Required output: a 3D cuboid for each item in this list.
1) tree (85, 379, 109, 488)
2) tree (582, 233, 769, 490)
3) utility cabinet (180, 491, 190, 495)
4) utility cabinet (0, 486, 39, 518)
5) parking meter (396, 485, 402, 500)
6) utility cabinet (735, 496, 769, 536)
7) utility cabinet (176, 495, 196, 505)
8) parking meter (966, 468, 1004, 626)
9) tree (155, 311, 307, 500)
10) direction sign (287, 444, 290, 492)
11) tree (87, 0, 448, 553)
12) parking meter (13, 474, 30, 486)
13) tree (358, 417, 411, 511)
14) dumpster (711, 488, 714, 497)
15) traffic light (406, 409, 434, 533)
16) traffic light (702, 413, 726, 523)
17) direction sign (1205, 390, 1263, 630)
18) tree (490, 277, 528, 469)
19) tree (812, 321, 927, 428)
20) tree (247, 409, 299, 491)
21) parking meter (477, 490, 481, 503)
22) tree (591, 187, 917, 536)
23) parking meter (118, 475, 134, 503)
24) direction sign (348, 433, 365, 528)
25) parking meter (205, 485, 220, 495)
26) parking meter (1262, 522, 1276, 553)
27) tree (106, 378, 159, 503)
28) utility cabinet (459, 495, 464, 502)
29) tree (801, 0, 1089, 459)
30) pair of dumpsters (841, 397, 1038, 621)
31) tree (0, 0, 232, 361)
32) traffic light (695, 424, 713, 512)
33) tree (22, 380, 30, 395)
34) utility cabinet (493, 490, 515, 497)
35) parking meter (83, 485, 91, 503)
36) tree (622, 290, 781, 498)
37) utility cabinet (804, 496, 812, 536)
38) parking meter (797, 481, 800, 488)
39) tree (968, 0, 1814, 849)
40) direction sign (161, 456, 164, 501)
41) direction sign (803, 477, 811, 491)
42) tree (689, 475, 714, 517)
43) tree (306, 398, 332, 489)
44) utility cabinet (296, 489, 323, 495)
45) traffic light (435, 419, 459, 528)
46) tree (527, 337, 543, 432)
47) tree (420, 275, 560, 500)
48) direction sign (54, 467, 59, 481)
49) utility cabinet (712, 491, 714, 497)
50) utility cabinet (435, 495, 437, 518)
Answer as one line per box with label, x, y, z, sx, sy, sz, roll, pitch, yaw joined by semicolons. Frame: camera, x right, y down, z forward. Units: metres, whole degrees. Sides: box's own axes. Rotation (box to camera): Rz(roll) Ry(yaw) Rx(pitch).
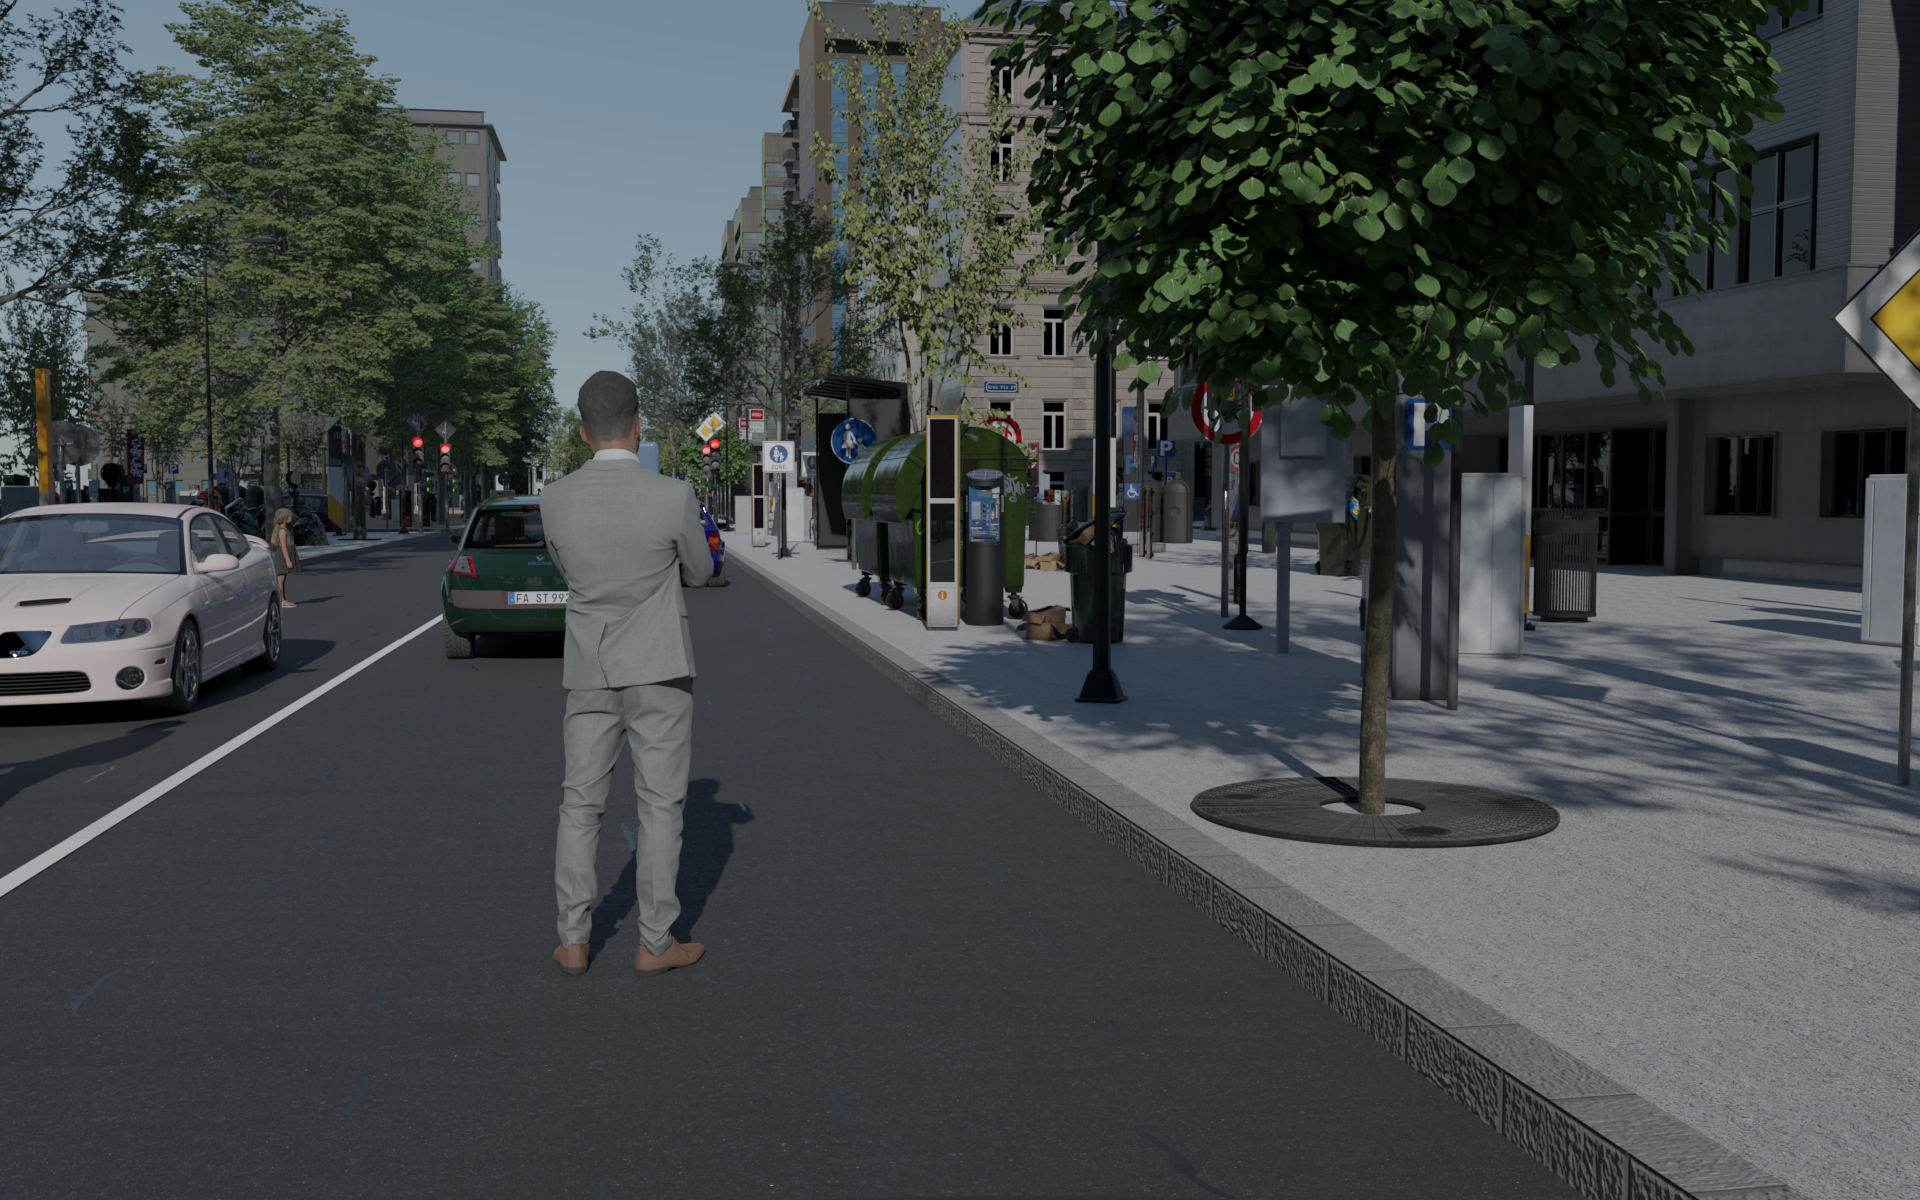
tree;-51.644;-9.535;106.263;4.360;8.622;3.978;0;3;0
tree;-20.669;-16.577;126.928;12.611;20.169;13.585;0;3;0
utility cabinet;-57.774;-7.402;129.701;1.173;1.500;0.318;1;4;10
utility cabinet;-25.107;-2.317;46.569;1.173;1.500;0.318;0;4;-4
parking meter;-36.966;-6.637;114.218;0.255;1.863;0.399;2;4;31
utility cabinet;-6.448;-2.602;53.705;1.020;1.237;0.306;0;4;0
utility cabinet;-36.344;-4.304;81.539;0.306;1.237;1.020;2;4;34
parking meter;0.243;-0.524;16.977;0.372;1.533;0.369;0;3;0
tree;-29.157;-7.285;69.473;4.360;8.622;3.978;0;3;0
direction sign;-30.353;-5.282;78.357;0.379;3.537;0.876;-1;4;-15
tree;-14.722;-7.329;37.962;7.486;12.596;7.792;0;3;0
parking meter;-26.900;-2.692;49.725;0.399;1.863;0.255;0;4;1
tree;-43.927;-11.149;132.644;4.360;8.622;3.978;0;3;0
dumpster;-20.027;-8.322;138.557;1.502;2.255;1.985;-1;4;-10
traffic light;-17.789;-4.168;57.075;0.839;4.253;0.868;-1;4;-10
traffic light;-8.339;-4.275;58.825;0.839;4.253;0.868;-1;4;-10
direction sign;2.688;-1.491;16.370;0.876;3.537;0.379;-2;4;-29
tree;-22.212;-9.436;72.413;7.486;12.596;7.792;0;3;0
tree;-3.632;-7.485;72.748;4.360;8.622;3.978;0;3;0
tree;-51.431;-11.025;130.623;4.737;8.622;4.395;0;3;0
parking meter;-29.682;-6.013;106.725;0.372;1.533;0.369;0;3;0
tree;-5.363;-7.233;52.674;7.601;10.594;8.767;2;4;27
parking meter;-23.953;-2.695;49.774;0.399;1.863;0.255;-1;4;-20
direction sign;-22.644;-4.444;64.651;0.876;3.537;0.379;0;4;0
parking meter;-20.818;-2.437;48.264;0.372;1.533;0.369;0;3;0
parking meter;6.692;-1.942;37.468;0.255;1.863;0.399;0;4;-1
tree;-44.507;-8.930;96.376;4.360;8.622;3.978;0;3;0
utility cabinet;-38.545;-7.519;134.091;0.306;1.237;1.020;-1;4;-21
tree;-0.395;-4.520;24.268;4.737;8.622;4.395;0;3;0
pair of dumpsters;-0.301;-1.042;19.523;1.574;2.255;4.437;-1;4;-11
tree;-13.579;-5.427;23.151;7.601;10.594;8.767;-1;4;-23
traffic light;-9.785;-4.756;66.678;0.839;4.253;0.868;-1;4;-10
tree;-40.776;-7.381;71.040;4.360;8.622;3.978;0;3;0
utility cabinet;-25.711;-5.442;97.662;1.173;1.500;0.318;0;4;-1
parking meter;-56.141;-6.465;111.417;0.255;1.863;0.399;3;4;38
tree;-15.783;-11.863;104.330;12.009;13.543;11.850;0;3;0
utility cabinet;-4.948;-2.575;53.266;0.306;1.237;1.020;-3;5;-41
parking meter;-6.380;-3.754;67.090;0.399;1.863;0.255;-1;4;-20
tree;1.598;-1.410;6.775;4.285;4.588;4.351;0;3;0
direction sign;-47.701;-6.828;103.629;0.379;3.537;0.876;-2;4;-26
direction sign;-11.543;-8.543;131.669;0.876;3.537;0.379;-3;4;-37
tree;-14.212;-6.149;95.140;1.663;3.219;1.824;0;3;0
tree;-40.008;-9.561;106.688;4.360;8.622;3.978;0;3;0
utility cabinet;-28.842;-4.160;76.700;1.173;1.500;0.318;-2;4;-33
traffic light;-19.235;-4.649;64.928;0.839;4.253;0.868;-1;4;-10
tree;-24.962;-10.448;88.954;7.486;12.596;7.792;0;3;0
tree;-27.350;-11.813;99.798;9.857;13.997;8.962;0;3;0
direction sign;-55.746;-7.001;106.459;0.876;3.537;0.379;1;4;11
utility cabinet;-17.460;-7.186;126.176;1.173;1.500;0.318;0;4;7
utility cabinet;-28.161;-5.044;93.628;0.306;1.237;1.020;-1;4;-20
